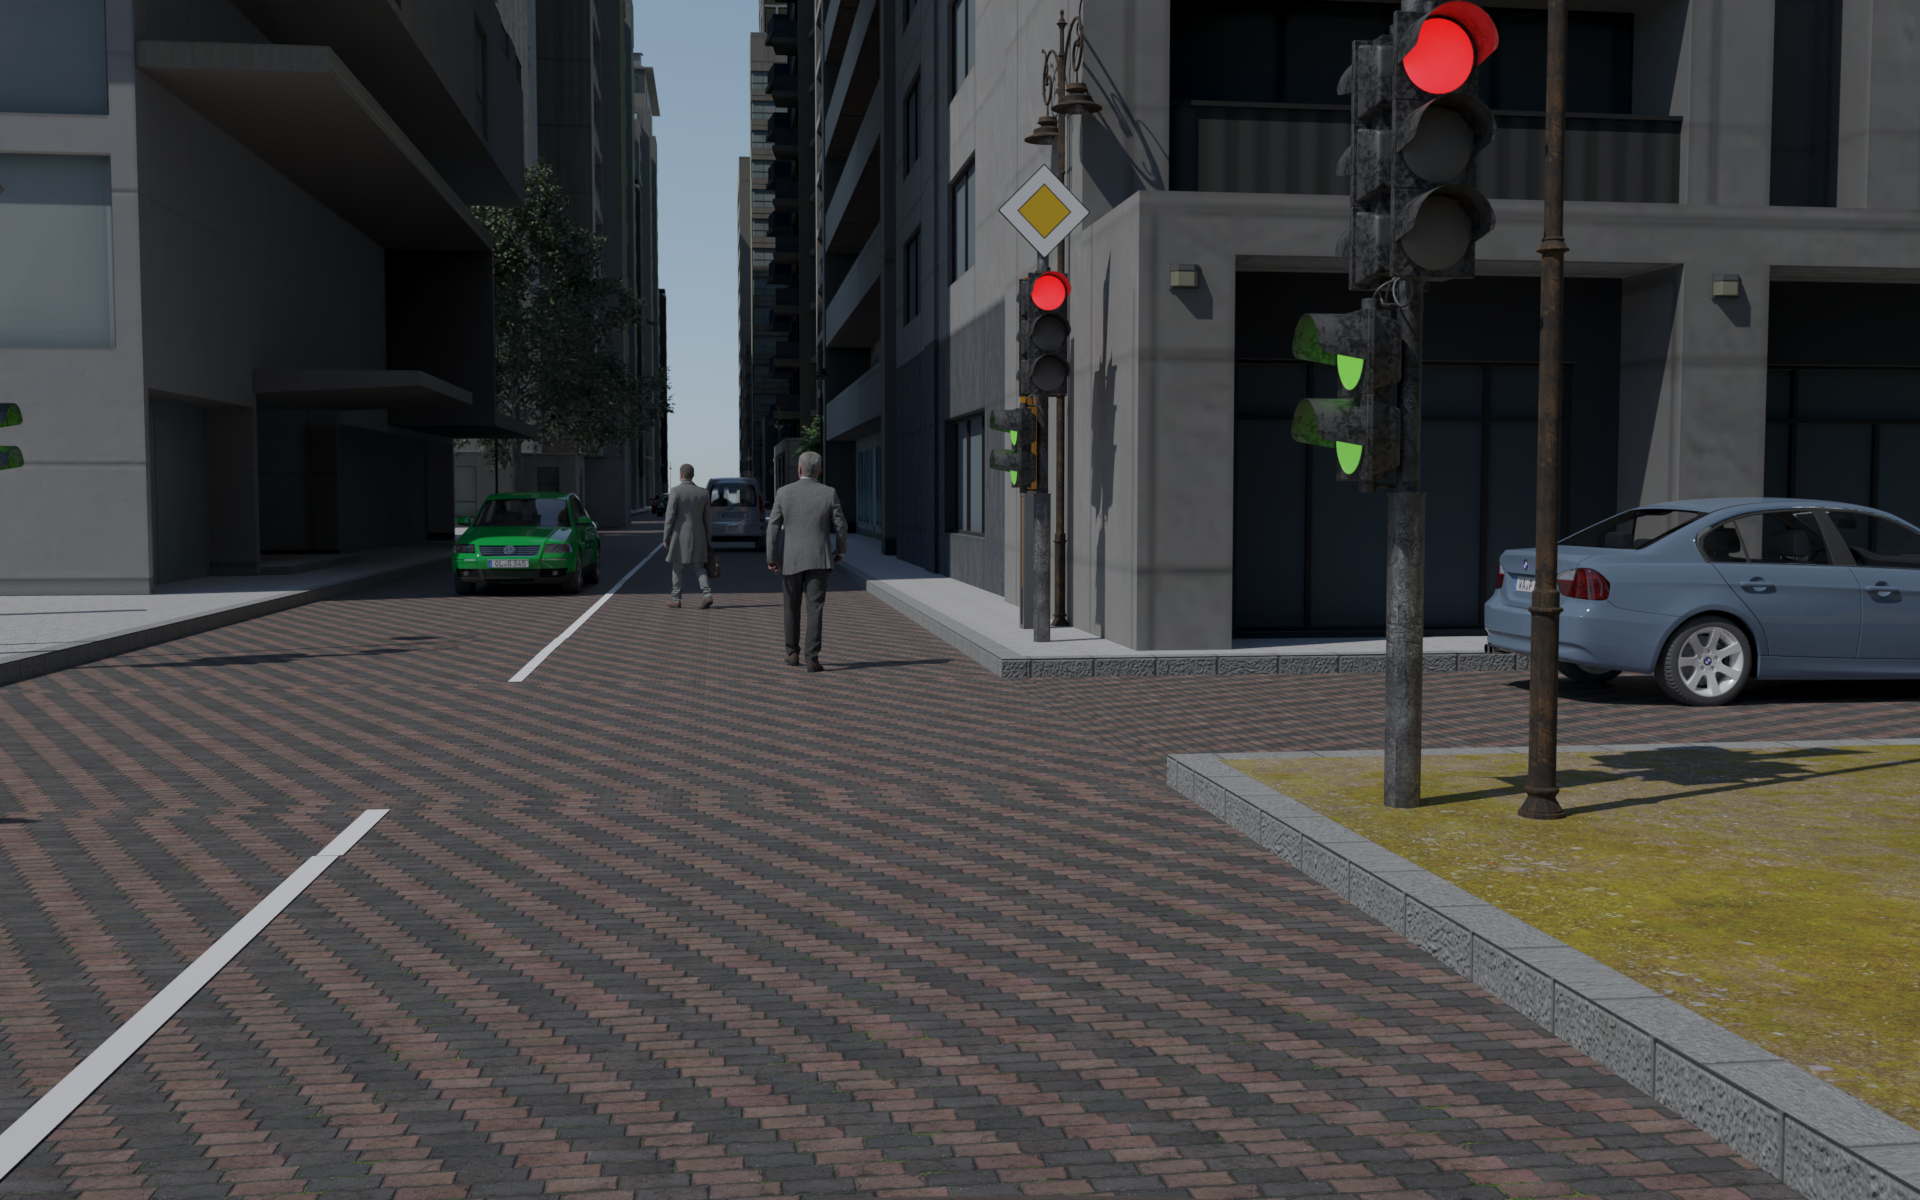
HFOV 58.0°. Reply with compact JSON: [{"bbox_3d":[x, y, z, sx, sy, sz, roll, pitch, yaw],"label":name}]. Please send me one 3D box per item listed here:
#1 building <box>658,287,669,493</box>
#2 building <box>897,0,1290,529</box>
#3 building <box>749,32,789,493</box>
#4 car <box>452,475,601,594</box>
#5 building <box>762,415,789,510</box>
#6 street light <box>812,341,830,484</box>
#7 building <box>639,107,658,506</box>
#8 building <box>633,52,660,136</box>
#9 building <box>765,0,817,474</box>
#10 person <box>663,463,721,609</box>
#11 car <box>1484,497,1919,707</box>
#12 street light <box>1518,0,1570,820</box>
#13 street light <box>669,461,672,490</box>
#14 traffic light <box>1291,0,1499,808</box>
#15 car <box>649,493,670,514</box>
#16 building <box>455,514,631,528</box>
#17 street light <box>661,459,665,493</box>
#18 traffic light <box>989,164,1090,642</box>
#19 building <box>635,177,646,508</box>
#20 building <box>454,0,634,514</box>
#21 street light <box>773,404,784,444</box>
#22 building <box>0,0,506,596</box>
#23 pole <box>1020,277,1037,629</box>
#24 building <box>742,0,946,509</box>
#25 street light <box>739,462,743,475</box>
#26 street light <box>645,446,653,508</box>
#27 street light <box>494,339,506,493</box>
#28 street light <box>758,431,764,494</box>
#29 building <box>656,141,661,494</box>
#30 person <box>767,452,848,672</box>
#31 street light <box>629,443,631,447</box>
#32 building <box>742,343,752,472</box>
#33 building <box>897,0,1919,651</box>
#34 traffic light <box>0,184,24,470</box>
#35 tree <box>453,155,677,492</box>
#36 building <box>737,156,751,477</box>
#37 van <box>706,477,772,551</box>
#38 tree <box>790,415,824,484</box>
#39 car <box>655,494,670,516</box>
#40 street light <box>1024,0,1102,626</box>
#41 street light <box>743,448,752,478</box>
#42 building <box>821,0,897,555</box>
[{"bbox_3d":[-46.693,-28.227,233.208,14.160,30.474,14.107,0,4,-8],"label":"building"},{"bbox_3d":[1.892,-39.205,79.248,20.563,71.187,20.611,0,4,-8],"label":"building"},{"bbox_3d":[-12.067,-29.033,158.277,14.154,41.232,14.086,0,4,-8],"label":"building"},{"bbox_3d":[-6.496,-1.064,26.196,1.959,1.807,4.718,0,4,-6],"label":"car"},{"bbox_3d":[-4.125,-50.313,135.285,22.319,86.520,31.000,0,4,-8],"label":"building"},{"bbox_3d":[-4.207,-4.879,52.558,0.468,5.910,1.993,0,4,-8],"label":"street light"},{"bbox_3d":[-38.757,-30.185,177.115,14.154,41.232,14.086,0,4,-8],"label":"building"},{"bbox_3d":[-51.085,-37.986,210.308,28.713,52.752,27.495,0,4,-8],"label":"building"},{"bbox_3d":[-0.665,-27.641,106.561,22.147,44.769,28.867,0,4,-8],"label":"building"},{"bbox_3d":[-3.391,-0.798,21.648,0.694,1.812,0.767,-3,4,-37],"label":"person"},{"bbox_3d":[6.163,-0.039,12.640,4.499,1.417,2.014,-1,4,-8],"label":"car"},{"bbox_3d":[2.317,-2.076,6.725,0.468,5.910,1.993,0,4,-8],"label":"street light"},{"bbox_3d":[-40.910,-16.642,244.888,0.468,5.910,1.993,0,4,-8],"label":"street light"},{"bbox_3d":[1.802,-1.107,7.020,0.839,4.253,0.868,0,4,-8],"label":"traffic light"},{"bbox_3d":[-21.885,-7.292,128.265,2.155,1.783,4.494,0,4,-7],"label":"car"},{"bbox_3d":[-21.060,-23.657,70.380,14.154,41.232,14.086,0,4,-8],"label":"building"},{"bbox_3d":[-35.743,-14.428,208.690,0.468,5.910,1.993,0,4,-8],"label":"street light"},{"bbox_3d":[0.693,-1.591,14.928,0.839,4.253,0.868,0,4,-8],"label":"traffic light"},{"bbox_3d":[-34.868,-23.156,150.304,14.160,30.474,14.107,0,4,-8],"label":"building"},{"bbox_3d":[-32.744,-27.634,135.405,14.154,41.232,14.086,0,4,-8],"label":"building"},{"bbox_3d":[-9.521,-7.251,91.337,0.468,5.910,1.993,0,4,-8],"label":"street light"},{"bbox_3d":[-22.954,-27.016,30.950,28.713,52.752,27.495,0,4,-8],"label":"building"},{"bbox_3d":[0.663,-1.381,16.420,0.158,3.312,0.155,0,3,0],"label":"pole"},{"bbox_3d":[-13.355,-45.821,187.419,20.563,71.187,20.611,0,4,-8],"label":"building"},{"bbox_3d":[-26.434,-14.578,211.141,0.468,5.910,1.993,0,4,-8],"label":"street light"},{"bbox_3d":[-29.286,-11.593,162.328,0.468,5.910,1.993,0,4,-8],"label":"street light"},{"bbox_3d":[-13.483,-4.742,50.321,0.468,5.910,1.993,0,4,-8],"label":"street light"},{"bbox_3d":[-14.654,-9.456,127.394,0.468,5.910,1.993,0,4,-8],"label":"street light"},{"bbox_3d":[-40.559,-31.045,191.177,14.154,41.232,14.086,0,4,-8],"label":"building"},{"bbox_3d":[-1.263,-0.328,14.260,0.661,1.777,0.834,-1,4,-9],"label":"person"},{"bbox_3d":[-24.234,-9.396,126.412,0.468,5.910,1.993,0,4,-8],"label":"street light"},{"bbox_3d":[-12.773,-22.564,213.966,27.650,21.520,28.899,0,4,-8],"label":"building"},{"bbox_3d":[10.233,-35.795,23.499,20.611,71.187,20.563,0,4,-8],"label":"building"},{"bbox_3d":[-7.932,-1.516,13.706,0.839,4.253,0.868,0,4,-8],"label":"traffic light"},{"bbox_3d":[-14.818,-8.617,57.901,9.611,12.733,9.660,0,3,0],"label":"tree"},{"bbox_3d":[-19.573,-37.553,237.700,21.300,48.544,21.600,0,4,-8],"label":"building"},{"bbox_3d":[-5.857,-2.304,44.676,2.013,2.044,4.112,0,4,-8],"label":"van"},{"bbox_3d":[-4.337,-4.749,61.357,4.285,4.588,4.351,0,3,0],"label":"tree"},{"bbox_3d":[-18.687,-6.154,112.412,2.131,1.459,4.920,0,4,-7],"label":"car"},{"bbox_3d":[0.973,-2.686,16.697,0.468,5.910,1.993,0,4,-8],"label":"street light"},{"bbox_3d":[-21.387,-12.384,175.262,0.468,5.910,1.993,0,4,-8],"label":"street light"},{"bbox_3d":[7.528,-25.862,46.548,21.300,48.544,21.600,0,4,-8],"label":"building"}]
